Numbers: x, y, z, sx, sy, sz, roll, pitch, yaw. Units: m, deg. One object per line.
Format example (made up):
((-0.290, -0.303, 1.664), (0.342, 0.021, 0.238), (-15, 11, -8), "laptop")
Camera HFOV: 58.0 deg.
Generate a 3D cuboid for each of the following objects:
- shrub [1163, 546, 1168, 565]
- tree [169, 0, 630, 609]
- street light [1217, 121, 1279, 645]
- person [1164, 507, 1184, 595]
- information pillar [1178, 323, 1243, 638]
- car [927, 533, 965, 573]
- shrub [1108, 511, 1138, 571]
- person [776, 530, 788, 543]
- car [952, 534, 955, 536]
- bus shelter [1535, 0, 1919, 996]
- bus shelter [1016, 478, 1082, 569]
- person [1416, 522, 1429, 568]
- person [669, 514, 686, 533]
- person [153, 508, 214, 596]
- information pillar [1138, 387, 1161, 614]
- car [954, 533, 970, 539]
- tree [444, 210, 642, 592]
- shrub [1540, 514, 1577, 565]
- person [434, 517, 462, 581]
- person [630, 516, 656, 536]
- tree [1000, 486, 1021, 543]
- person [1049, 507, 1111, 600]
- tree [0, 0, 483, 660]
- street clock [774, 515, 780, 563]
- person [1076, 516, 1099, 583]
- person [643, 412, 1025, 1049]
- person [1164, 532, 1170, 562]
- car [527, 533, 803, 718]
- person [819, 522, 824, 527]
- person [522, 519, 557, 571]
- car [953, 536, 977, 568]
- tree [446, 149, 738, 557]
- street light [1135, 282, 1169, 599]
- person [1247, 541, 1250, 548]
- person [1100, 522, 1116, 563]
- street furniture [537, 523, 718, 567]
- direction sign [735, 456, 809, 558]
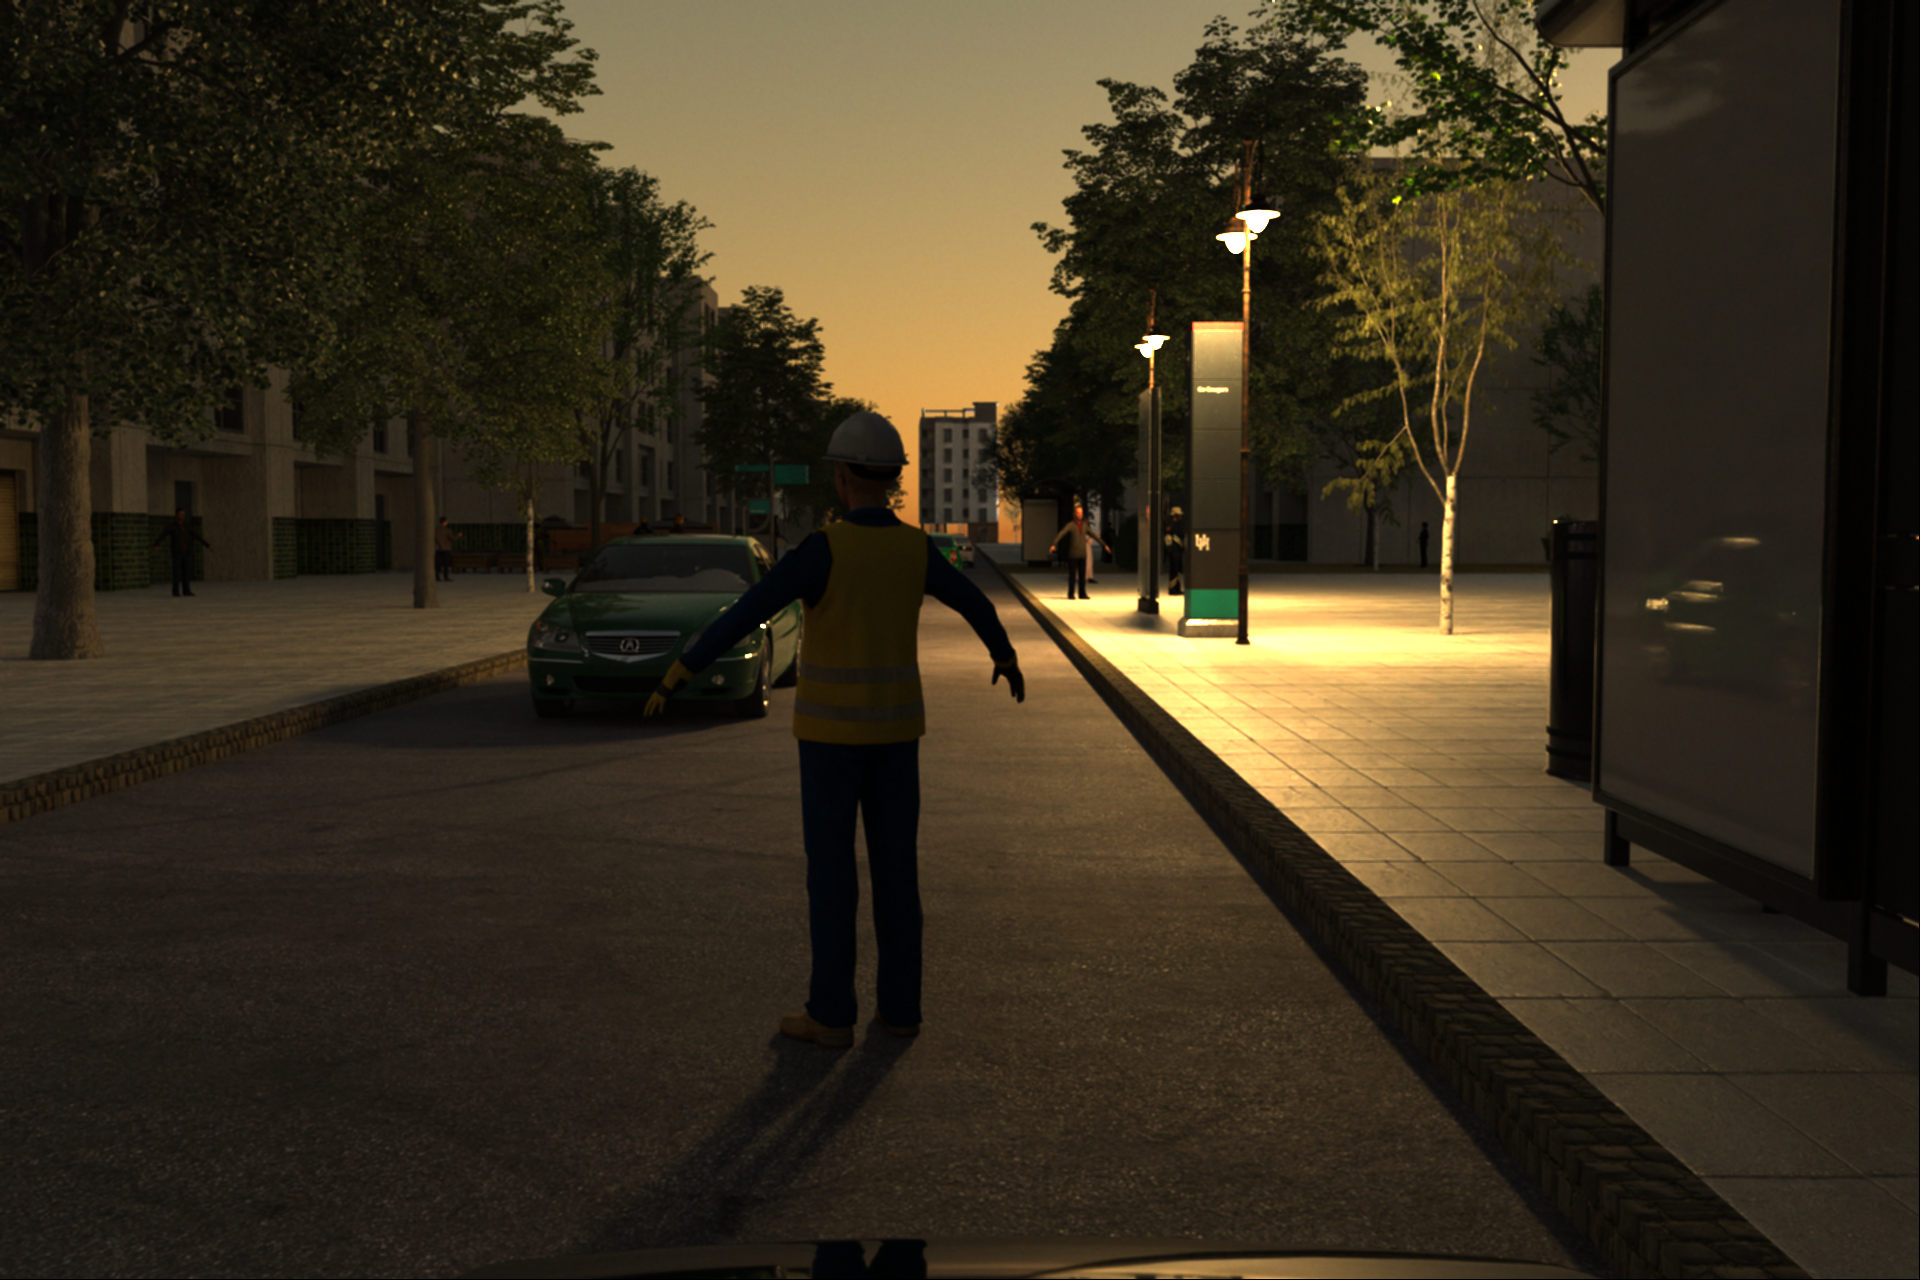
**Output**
((7.698, -3.470, 67.855), (1.383, 1.207, 1.383), (0, 3, 0), "shrub")
((-9.703, -6.821, 29.645), (7.486, 12.596, 7.792), (0, 3, 0), "tree")
((3.292, -2.887, 19.986), (0.468, 5.910, 1.993), (0, 4, 0), "street light")
((4.554, -1.862, 36.309), (0.704, 1.845, 1.351), (2, 4, 27), "person")
((3.151, -1.970, 21.582), (0.750, 3.857, 0.750), (0, 4, 0), "information pillar")
((-0.831, -2.477, 49.303), (1.959, 1.807, 4.718), (0, 4, 0), "car")
((6.079, -3.461, 60.621), (1.661, 2.075, 1.752), (0, 3, 0), "shrub")
((-7.611, -3.913, 70.100), (1.348, 1.813, 0.705), (1, 4, 18), "person")
((-1.025, -8.359, 146.458), (2.009, 1.686, 4.222), (0, 4, -1), "car")
((3.293, -1.682, 5.138), (2.179, 5.291, 8.768), (0, 4, 0), "bus shelter")
((3.266, -4.338, 64.858), (2.014, 3.302, 5.546), (0, 4, -2), "bus shelter")
((17.579, -3.621, 65.920), (0.721, 1.740, 1.216), (2, 4, 32), "person")
((-6.094, -1.911, 38.053), (0.721, 1.729, 1.215), (-3, 5, -43), "person")
((-16.072, -1.816, 35.758), (0.705, 1.821, 1.348), (2, 4, 32), "person")
((3.102, -2.271, 28.451), (0.184, 3.620, 1.656), (0, 4, 0), "information pillar")
((-0.177, -9.110, 157.980), (2.155, 1.783, 4.494), (0, 4, -1), "car")
((-9.327, -5.376, 38.253), (4.737, 8.622, 4.395), (0, 3, 0), "tree")
((22.348, -3.660, 63.889), (1.661, 2.075, 1.752), (0, 3, 0), "shrub")
((-14.034, -2.495, 47.367), (0.617, 1.759, 0.750), (2, 4, 24), "person")
((-10.111, -3.044, 55.539), (1.351, 1.858, 0.704), (0, 4, 7), "person")
((8.372, -18.373, 250.760), (4.360, 8.622, 3.978), (0, 3, 0), "tree")
((2.316, -1.696, 33.914), (1.348, 1.807, 0.705), (-2, 4, -25), "person")
((-9.347, -6.785, 17.583), (9.857, 13.997, 8.962), (0, 3, 0), "tree")
((-7.012, -3.738, 65.692), (0.358, 2.002, 0.471), (0, 4, 1), "street clock")
((3.253, -2.342, 45.009), (0.621, 1.740, 0.551), (2, 4, 31), "person")
((-0.316, 0.242, 4.973), (1.216, 1.772, 0.721), (-2, 4, -31), "person")
((9.563, -4.410, 78.239), (1.346, 1.812, 0.704), (2, 4, 28), "person")
((-2.413, -0.197, 15.027), (2.131, 1.459, 4.920), (0, 3, 0), "car")
((-6.074, -4.258, 75.746), (1.347, 1.817, 0.704), (-3, 5, -41), "person")
((-14.734, -3.347, 60.498), (1.354, 1.858, 0.705), (1, 4, 19), "person")
((-0.309, -3.866, 75.564), (2.083, 1.381, 4.827), (0, 4, 0), "car")
((-9.760, -7.380, 46.422), (9.928, 11.665, 9.643), (0, 3, 0), "tree")
((3.533, -3.622, 32.007), (0.468, 5.910, 1.993), (0, 4, 0), "street light")
((7.982, -2.625, 49.138), (0.705, 1.803, 1.348), (0, 4, -2), "person")
((6.539, -4.302, 76.275), (0.705, 1.837, 1.347), (3, 5, 40), "person")
((-13.769, -3.820, 69.303), (9.812, 1.723, 11.010), (-3, 5, -42), "street furniture")
((-6.468, -4.366, 60.153), (2.525, 3.948, 1.411), (0, 4, -1), "direction sign")
